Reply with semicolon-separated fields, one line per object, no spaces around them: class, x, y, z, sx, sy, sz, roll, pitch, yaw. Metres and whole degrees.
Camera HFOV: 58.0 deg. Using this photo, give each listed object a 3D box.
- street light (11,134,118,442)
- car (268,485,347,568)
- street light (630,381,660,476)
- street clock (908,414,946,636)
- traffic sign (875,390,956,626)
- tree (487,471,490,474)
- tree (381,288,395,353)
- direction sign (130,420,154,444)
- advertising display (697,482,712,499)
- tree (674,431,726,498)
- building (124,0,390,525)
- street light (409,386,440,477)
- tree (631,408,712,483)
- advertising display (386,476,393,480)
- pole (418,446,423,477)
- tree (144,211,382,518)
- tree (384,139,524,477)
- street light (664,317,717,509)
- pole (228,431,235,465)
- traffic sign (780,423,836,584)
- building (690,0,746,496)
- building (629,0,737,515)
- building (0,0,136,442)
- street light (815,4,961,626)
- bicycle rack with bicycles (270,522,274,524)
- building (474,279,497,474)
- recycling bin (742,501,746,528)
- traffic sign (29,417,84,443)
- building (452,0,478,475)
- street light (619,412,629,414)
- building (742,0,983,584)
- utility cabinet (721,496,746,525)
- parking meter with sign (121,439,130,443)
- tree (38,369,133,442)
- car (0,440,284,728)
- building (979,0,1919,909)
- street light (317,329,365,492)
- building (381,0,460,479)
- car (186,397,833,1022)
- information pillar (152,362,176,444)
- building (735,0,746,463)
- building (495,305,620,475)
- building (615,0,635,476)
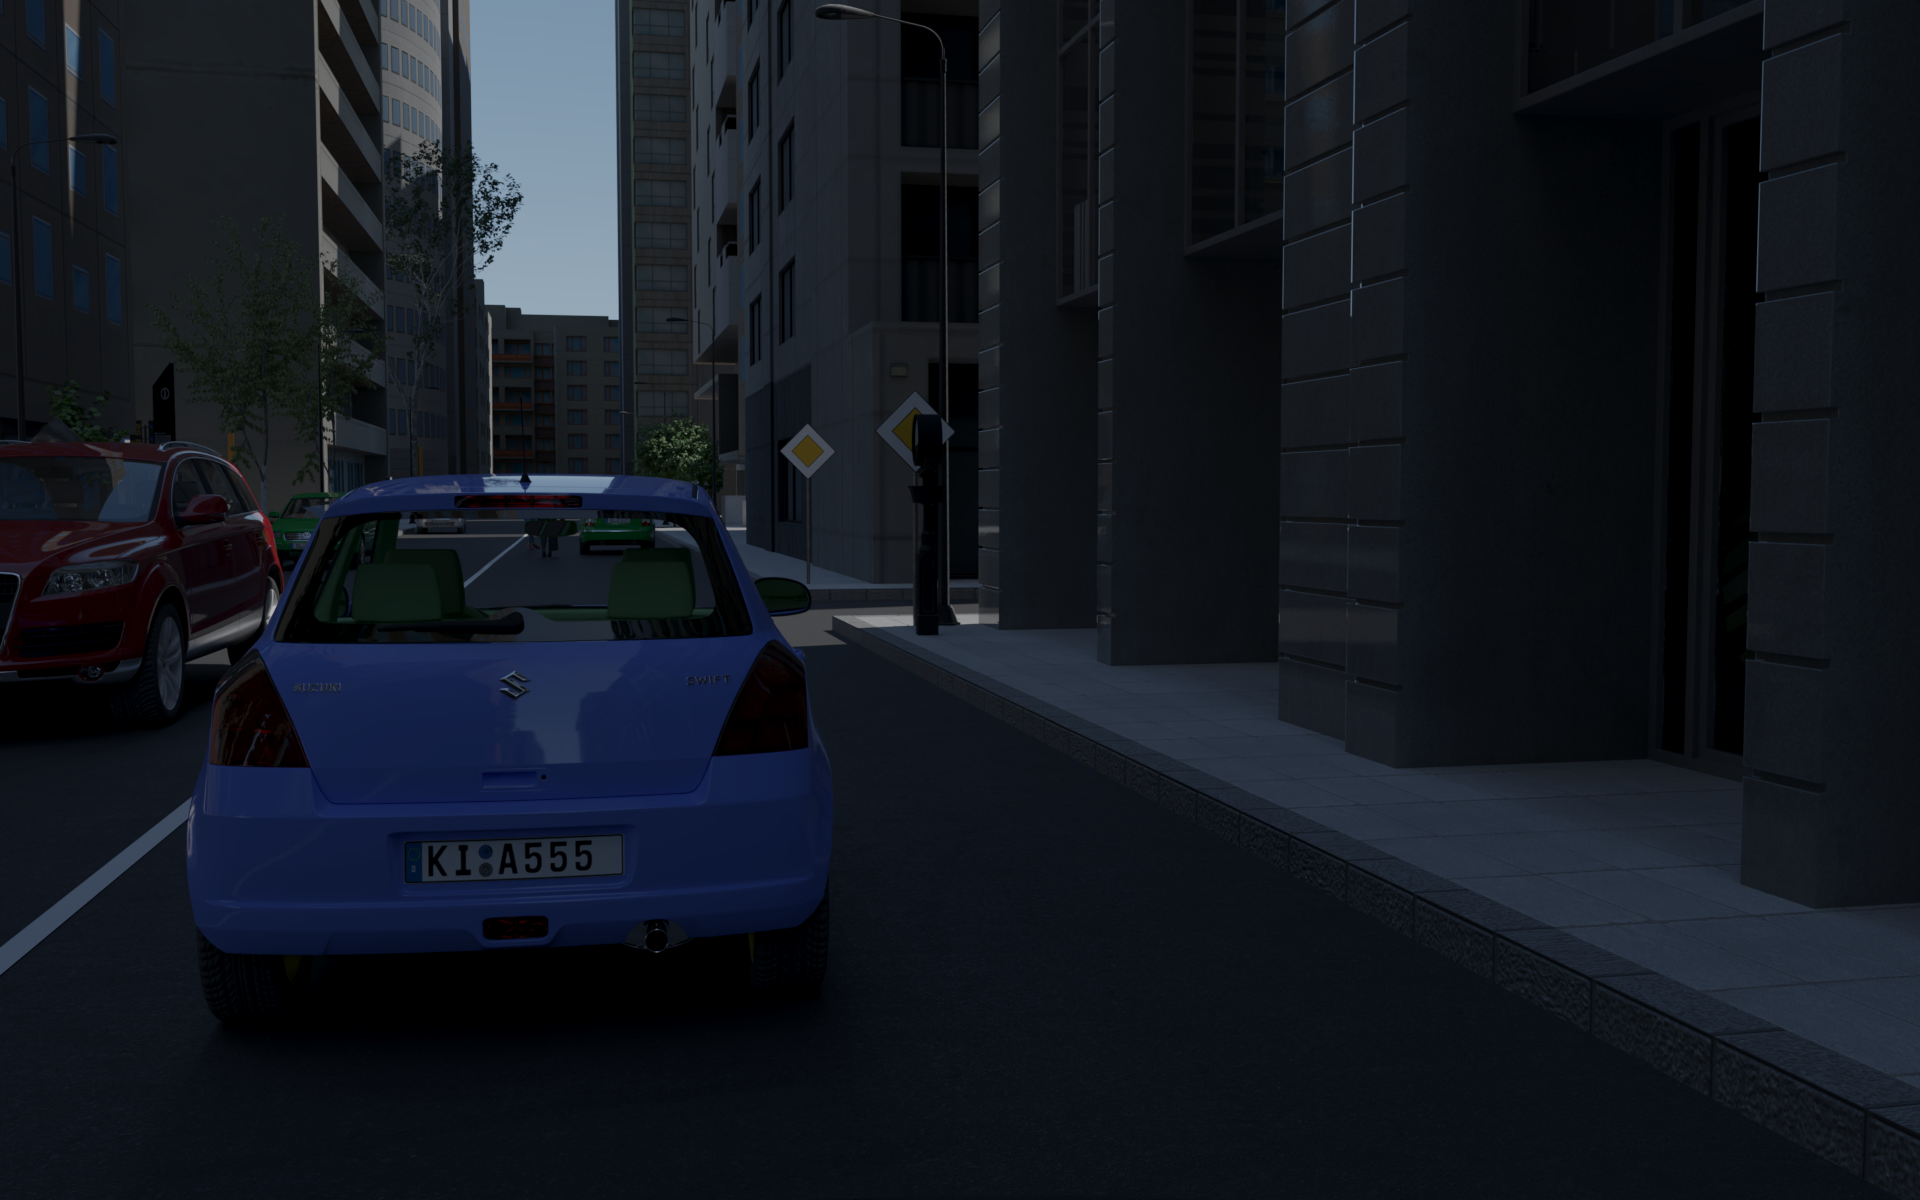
street light;-11.567;-3.049;22.393;1.470;5.913;1.316;-1;4;-12
car;-12.554;-1.563;34.356;1.959;1.807;4.718;-1;4;-11
street light;-12.732;-6.059;71.599;1.470;5.913;1.316;-1;4;-12
street clock;-0.299;-0.683;15.737;0.358;2.002;0.471;-1;4;-9
traffic sign;-0.438;-0.807;16.831;0.795;2.450;0.064;-1;4;-12
tree;-38.657;-9.044;142.462;1.663;3.219;1.824;0;3;0
tree;-19.387;-6.253;52.592;4.737;8.622;4.395;0;3;0
direction sign;-24.992;-3.744;53.218;0.876;3.537;0.379;-1;4;-18
advertising display;-10.626;-4.015;70.854;0.974;1.923;0.123;-1;4;-14
tree;-7.631;-3.564;52.865;1.663;3.219;1.824;0;3;0
building;-33.836;-26.945;64.252;21.300;48.544;21.600;-1;4;-12
street light;-23.102;-6.248;74.697;1.470;5.913;1.316;-1;4;-12
tree;-10.881;-5.044;66.184;4.285;4.588;4.351;0;3;0
advertising display;-19.953;-3.389;60.631;0.123;1.923;0.974;-1;4;-13
pole;-23.042;-4.902;73.986;0.158;3.312;0.155;0;3;0
tree;-18.192;-5.756;44.476;4.737;8.622;4.395;0;3;0
tree;-28.494;-14.093;86.304;12.611;20.169;13.585;0;3;0
street light;-7.037;-4.475;45.712;1.470;5.913;1.316;-1;4;-12
pole;-23.683;-3.824;56.370;0.158;3.312;0.155;0;3;0
traffic sign;-2.163;-1.284;24.629;0.795;2.450;0.064;-1;4;-12
building;-22.727;-37.161;196.824;27.495;52.752;28.713;-1;4;-12
building;-14.134;-26.192;111.837;14.154;41.232;14.086;-1;4;-12
building;-24.988;-23.355;31.973;14.600;45.320;14.200;-1;4;-12
street light;-0.691;-2.703;16.727;1.470;5.913;1.316;-1;4;-12
bicycle rack with bicycles;-17.500;-1.670;40.686;2.925;0.926;2.852;-2;4;-29
building;-57.090;-18.881;153.751;28.899;21.520;27.650;-1;4;-12
recycling bin;-7.917;-3.310;66.668;0.722;1.027;0.722;1;4;17
traffic sign;-11.731;-1.156;22.540;0.795;2.450;0.064;-1;4;-12
building;-43.791;-29.285;128.921;14.600;45.320;14.200;-1;4;-12
street light;-18.536;-7.670;97.942;1.470;5.913;1.316;-1;4;-12
building;6.626;-36.479;34.678;20.611;71.187;20.563;-1;4;-12
utility cabinet;-9.329;-3.681;71.340;1.020;1.237;0.306;-3;5;-41
parking meter with sign;-26.923;-3.597;55.074;1.738;3.016;0.543;2;4;28
tree;-13.684;-1.959;26.639;1.663;3.219;1.824;0;3;0
car;-6.172;-0.211;12.118;2.281;1.827;5.304;-1;4;-11
building;8.614;-13.797;3.068;11.434;29.767;29.804;-1;4;-12
street light;-17.443;-4.663;48.778;1.470;5.913;1.316;-1;4;-12
building;-43.008;-34.528;106.534;21.231;58.520;28.212;-1;4;-12
car;-1.453;0.213;6.111;1.945;1.707;3.694;-1;4;-11
information pillar;-14.187;-2.422;30.951;0.504;3.616;0.183;2;4;26
building;0.327;-24.799;55.579;14.600;45.320;14.200;-1;4;-12
building;-49.964;-21.121;190.370;28.899;21.520;27.650;-1;4;-12
building;-20.971;-37.788;159.826;21.231;58.520;28.212;-1;4;-12
